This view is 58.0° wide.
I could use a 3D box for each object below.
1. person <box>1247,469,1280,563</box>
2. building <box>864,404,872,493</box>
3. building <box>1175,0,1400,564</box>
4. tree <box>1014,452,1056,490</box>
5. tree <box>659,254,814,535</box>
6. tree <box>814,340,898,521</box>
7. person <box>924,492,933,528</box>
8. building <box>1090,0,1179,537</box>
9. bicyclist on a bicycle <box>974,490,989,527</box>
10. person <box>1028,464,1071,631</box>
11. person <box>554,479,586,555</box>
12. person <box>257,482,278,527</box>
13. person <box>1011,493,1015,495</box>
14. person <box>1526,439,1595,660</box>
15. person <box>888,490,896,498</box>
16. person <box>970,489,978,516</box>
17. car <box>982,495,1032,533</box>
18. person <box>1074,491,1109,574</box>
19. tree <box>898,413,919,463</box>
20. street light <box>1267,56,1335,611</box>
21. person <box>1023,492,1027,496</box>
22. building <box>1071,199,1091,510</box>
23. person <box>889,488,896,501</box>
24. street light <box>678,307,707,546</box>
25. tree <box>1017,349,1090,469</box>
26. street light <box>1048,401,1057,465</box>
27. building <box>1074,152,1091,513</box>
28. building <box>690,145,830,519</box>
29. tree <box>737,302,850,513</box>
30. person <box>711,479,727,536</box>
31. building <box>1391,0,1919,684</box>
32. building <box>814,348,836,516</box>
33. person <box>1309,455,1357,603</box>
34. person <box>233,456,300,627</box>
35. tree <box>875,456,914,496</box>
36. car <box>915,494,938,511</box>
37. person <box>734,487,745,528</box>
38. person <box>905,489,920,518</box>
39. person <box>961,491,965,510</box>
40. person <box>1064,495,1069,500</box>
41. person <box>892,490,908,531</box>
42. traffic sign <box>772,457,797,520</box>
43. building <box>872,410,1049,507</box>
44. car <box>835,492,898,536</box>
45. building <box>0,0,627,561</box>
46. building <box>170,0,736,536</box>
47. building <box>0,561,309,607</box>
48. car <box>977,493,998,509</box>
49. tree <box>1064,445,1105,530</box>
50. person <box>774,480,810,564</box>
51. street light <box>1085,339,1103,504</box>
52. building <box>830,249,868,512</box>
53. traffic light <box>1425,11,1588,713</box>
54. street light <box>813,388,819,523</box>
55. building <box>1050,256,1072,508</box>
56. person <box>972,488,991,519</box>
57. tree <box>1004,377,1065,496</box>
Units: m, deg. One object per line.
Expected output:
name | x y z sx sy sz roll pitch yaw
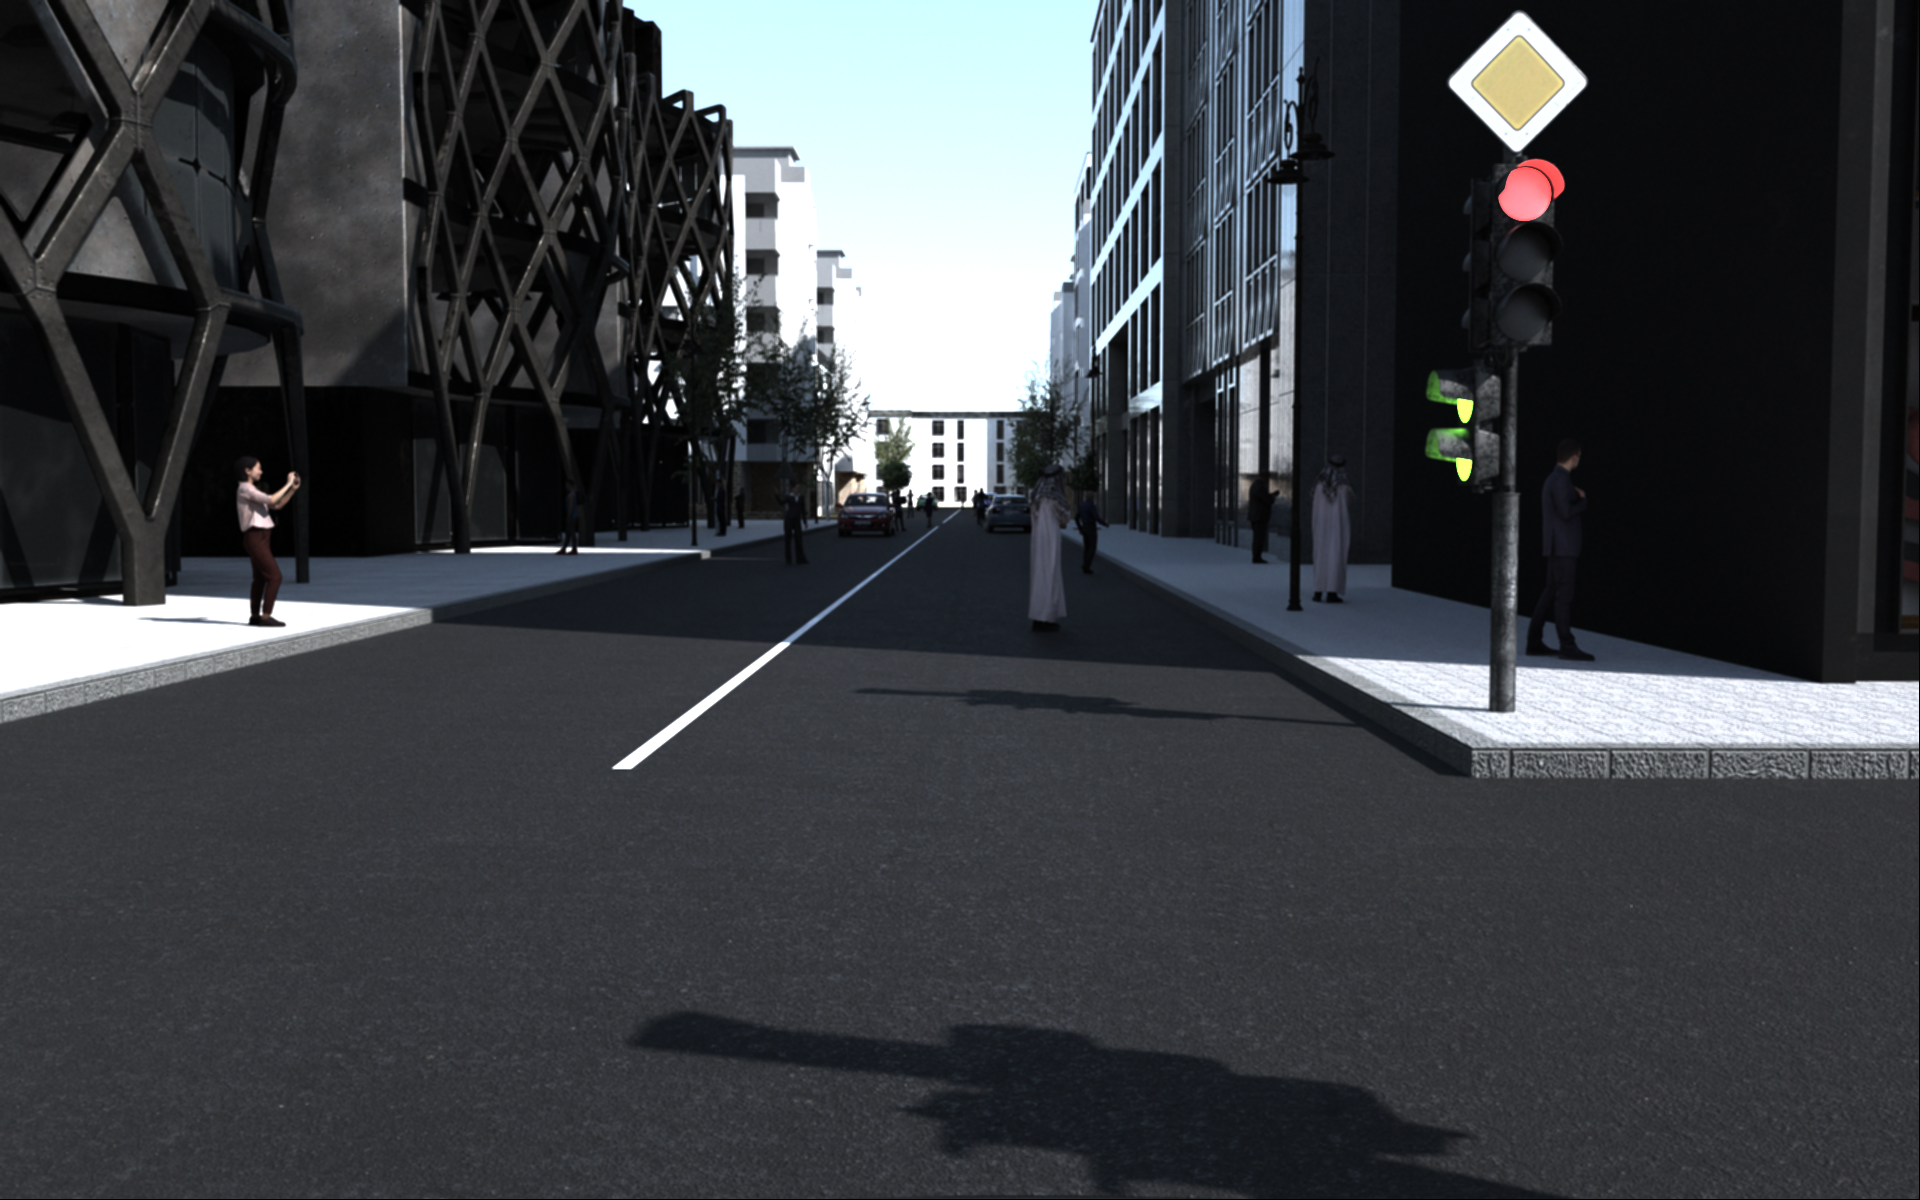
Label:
person | 5.636 -1.556 32.164 0.600 1.739 0.565 -2 4 -29
building | -22.474 -13.069 155.833 28.070 9.664 9.099 0 4 1
building | 12.281 -13.618 40.672 12.078 24.808 19.932 0 4 1
tree | 5.657 -8.716 126.221 4.285 4.588 4.351 0 3 0
tree | -7.540 -6.338 53.996 4.737 8.622 4.395 0 3 0
tree | -6.204 -8.085 82.560 4.737 8.622 4.395 0 3 0
person | -1.395 -3.828 73.456 0.546 1.535 0.453 2 4 31
building | 15.787 -16.089 67.573 19.350 26.468 34.151 0 4 1
bicyclist on a bicycle | 0.928 -3.972 74.962 1.499 1.676 1.625 0 4 2
person | 0.948 -0.552 18.201 0.621 1.740 0.551 -3 5 -43
person | -8.233 -1.753 36.571 0.662 1.594 0.647 -1 4 -14
person | -13.276 -1.491 32.967 0.480 1.512 0.613 0 4 -4
person | 2.420 -4.060 77.572 0.574 1.496 0.600 -2 4 -26
person | 4.701 -0.401 13.524 0.530 1.710 0.541 1 4 22
person | -5.765 -8.834 150.422 1.348 1.831 0.705 3 5 43
person | 0.934 -6.365 113.350 0.721 1.735 1.217 -1 4 -23
car | 1.859 -3.278 65.597 2.014 1.417 4.499 0 4 -1
person | 2.425 -1.239 31.454 0.600 1.496 0.574 -1 4 -12
tree | -5.848 -12.565 155.803 4.737 8.622 4.395 0 3 0
street light | 3.689 -2.821 18.914 0.468 5.910 1.993 0 4 1
person | 6.081 -9.402 163.684 0.415 1.643 0.593 0 4 3
building | 14.772 -14.769 97.890 16.016 20.091 11.380 0 4 1
person | -5.364 -8.003 137.346 0.568 1.767 0.683 -1 4 -20
street light | -6.605 -4.288 42.897 0.468 5.910 1.993 0 4 1
tree | 4.794 -8.488 89.147 4.360 8.622 3.978 0 3 0
street light | 4.485 -6.839 84.609 0.468 5.910 1.993 0 4 1
building | 21.696 -16.870 119.797 27.936 21.610 32.646 0 4 1
building | -15.596 -14.423 92.230 16.016 20.091 11.380 0 4 1
tree | -6.481 -7.153 67.308 4.360 8.622 3.978 0 3 0
person | -7.375 -2.824 52.925 0.504 1.737 0.576 -2 4 -29
building | 13.810 -11.460 17.056 15.834 23.373 12.332 0 4 1
building | -12.555 -10.401 112.204 9.099 9.664 28.070 0 4 1
person | 4.423 -0.846 20.537 0.551 1.740 0.621 1 4 8
person | -6.737 -0.573 16.873 0.566 1.644 0.517 2 4 24
tree | -5.604 -10.152 149.695 4.285 4.588 4.351 0 3 0
car | -2.863 -8.670 150.555 1.959 1.807 4.718 0 4 2
person | -8.303 -3.487 65.323 0.388 1.546 0.482 0 4 4
person | -2.965 -5.737 103.023 1.217 1.735 0.721 1 4 14
person | 0.330 -9.156 158.906 0.721 1.736 1.217 0 4 7
person | 5.814 -5.879 102.185 1.348 1.822 0.705 -2 4 -27
person | -2.313 -3.478 67.230 0.647 1.594 0.662 1 4 14
traffic sign | -6.177 -3.727 60.944 0.884 2.594 0.081 0 4 4
building | -4.880 -14.332 176.478 28.070 9.664 9.099 0 4 1
car | -3.204 -3.108 59.849 2.155 1.783 4.494 0 4 1
building | -17.069 -10.733 42.935 16.820 18.784 16.811 0 4 1
building | -17.187 -12.101 65.302 16.820 18.784 16.811 0 4 1
building | -17.347 -9.365 20.573 16.820 18.784 16.811 0 4 1
car | 2.100 -7.597 133.801 1.945 1.707 3.694 0 4 2
tree | 4.701 -4.180 62.939 1.663 3.219 1.824 0 3 0
person | -3.458 -1.602 35.494 0.445 1.727 0.742 2 4 35
street light | 3.989 -4.830 51.766 0.468 5.910 1.993 0 4 1
building | -15.637 -16.844 131.823 16.016 20.091 11.380 0 4 1
traffic light | 3.184 -1.277 10.120 0.839 4.213 0.868 0 4 1
street light | -6.263 -6.278 75.433 0.468 5.910 1.993 0 4 1
building | 15.488 -17.483 142.267 16.016 20.091 11.380 0 4 1
person | 1.266 -5.623 100.565 1.348 1.807 0.705 -2 4 -25
tree | 4.975 -9.625 107.729 4.737 8.622 4.395 0 3 0
